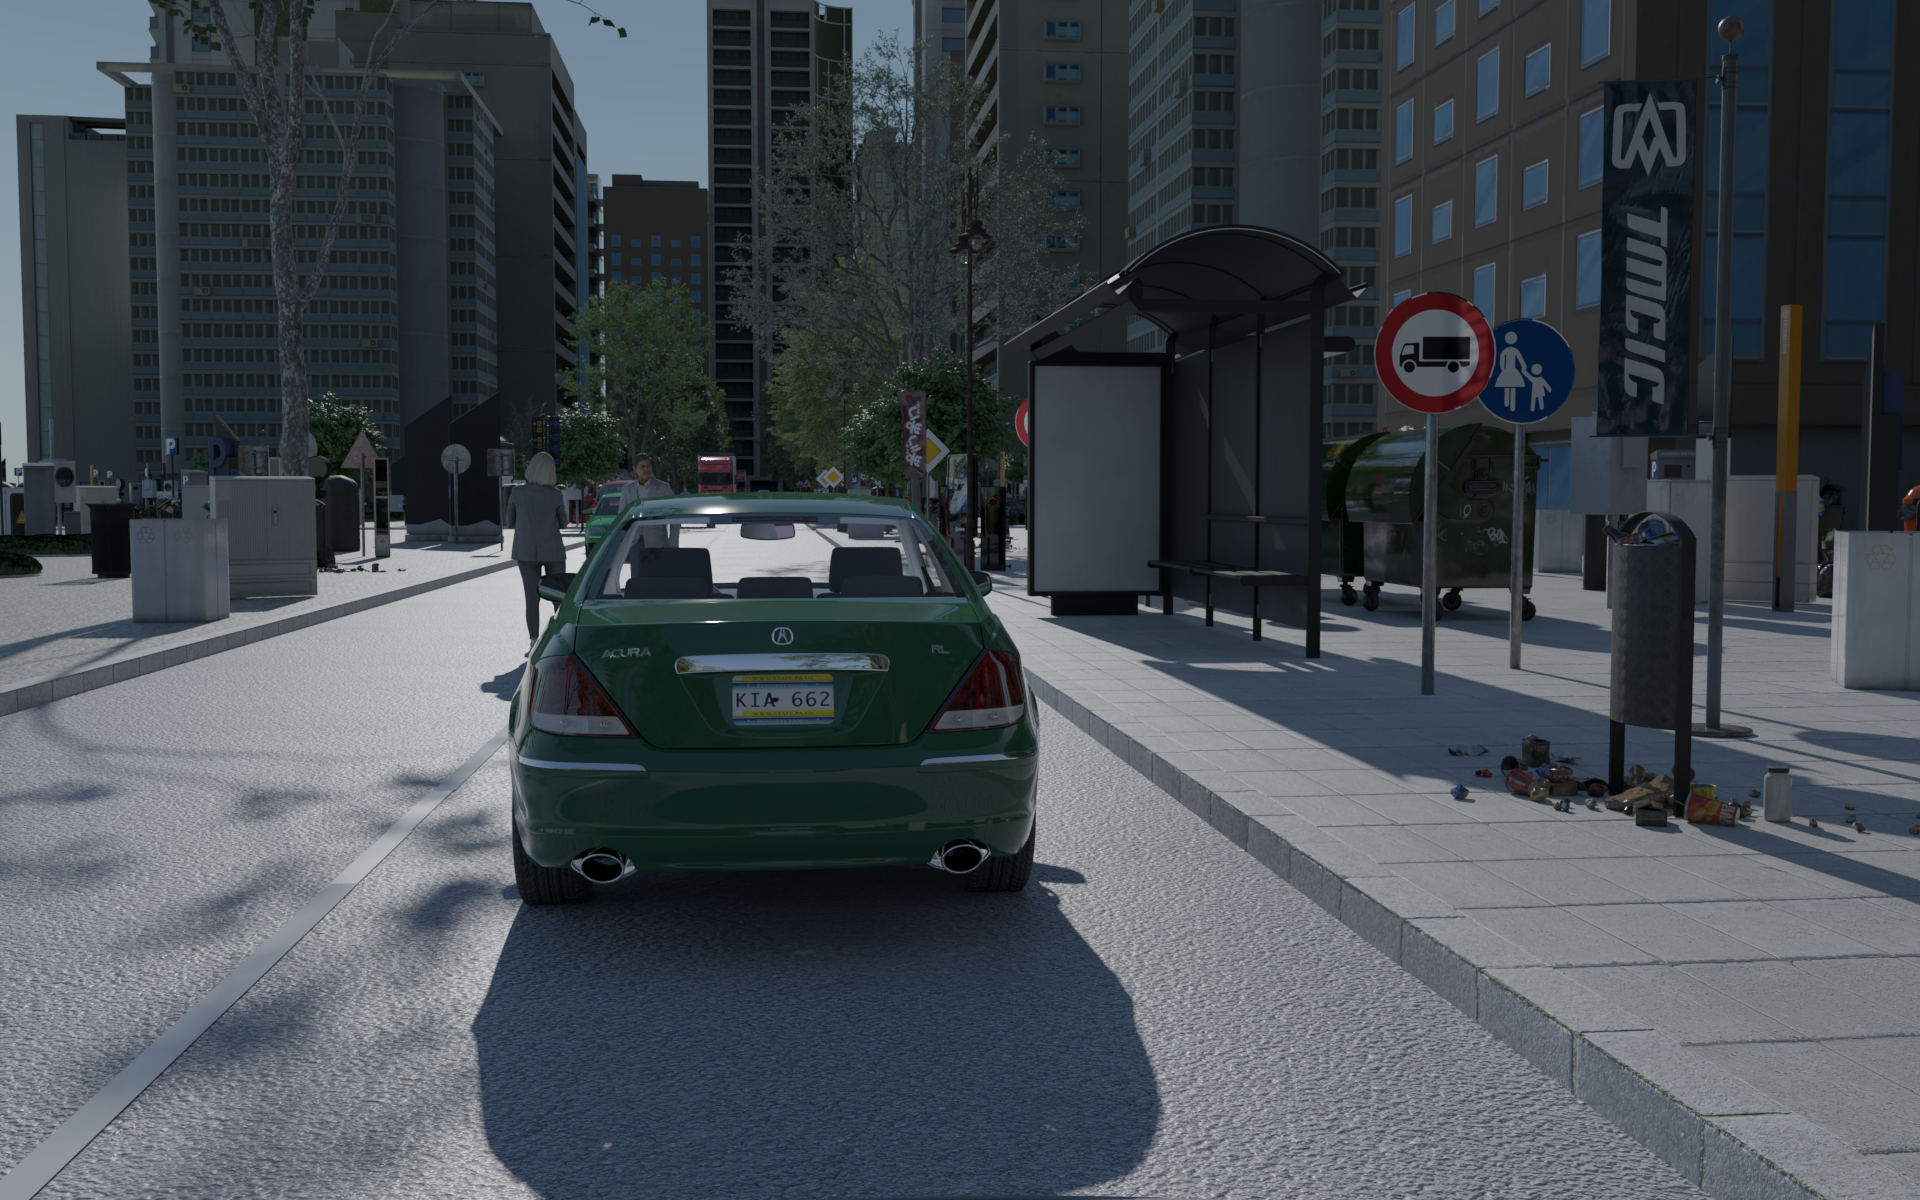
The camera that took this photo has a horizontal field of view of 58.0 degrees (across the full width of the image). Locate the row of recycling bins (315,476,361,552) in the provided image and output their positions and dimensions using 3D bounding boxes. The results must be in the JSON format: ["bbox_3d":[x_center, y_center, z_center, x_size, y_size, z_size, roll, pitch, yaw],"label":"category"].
[{"bbox_3d":[-14.534,-2.004,39.875,1.069,1.692,3.534,-2,4,-30],"label":"row of recycling bins"}]

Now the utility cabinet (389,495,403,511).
[{"bbox_3d":[-33.493,-5.589,102.548,1.020,1.237,0.306,-3,5,-44],"label":"utility cabinet"}]

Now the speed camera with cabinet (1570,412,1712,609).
[{"bbox_3d":[7.906,-1.567,19.950,2.038,3.252,0.660,-2,4,-33],"label":"speed camera with cabinet"}]

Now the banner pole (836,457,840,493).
[{"bbox_3d":[-7.197,-6.863,102.230,0.401,3.779,0.863,1,4,14],"label":"banner pole"}]

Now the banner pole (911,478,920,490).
[{"bbox_3d":[-3.111,-7.902,119.213,0.863,3.779,0.401,-2,4,-28],"label":"banner pole"}]

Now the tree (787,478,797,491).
[{"bbox_3d":[-14.112,-10.407,153.874,4.285,4.588,4.351,0,3,0],"label":"tree"}]

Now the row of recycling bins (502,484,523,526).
[{"bbox_3d":[-18.097,-3.861,70.248,1.069,1.692,3.534,-2,4,-27],"label":"row of recycling bins"}]

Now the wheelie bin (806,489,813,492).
[{"bbox_3d":[-10.230,-6.770,118.599,0.980,1.594,0.693,-1,4,-14],"label":"wheelie bin"}]

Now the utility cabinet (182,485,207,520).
[{"bbox_3d":[-18.837,-2.125,43.417,1.173,1.500,0.318,-1,4,-20],"label":"utility cabinet"}]

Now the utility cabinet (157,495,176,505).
[{"bbox_3d":[-49.817,-5.968,108.740,1.020,1.237,0.306,0,4,3],"label":"utility cabinet"}]

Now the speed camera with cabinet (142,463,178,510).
[{"bbox_3d":[-50.940,-7.091,110.277,2.038,3.252,0.660,0,4,2],"label":"speed camera with cabinet"}]

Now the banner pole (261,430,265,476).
[{"bbox_3d":[-27.353,-4.775,68.095,0.401,3.779,0.863,-1,4,-19],"label":"banner pole"}]

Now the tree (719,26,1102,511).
[{"bbox_3d":[-1.195,-8.266,45.514,12.009,13.543,11.850,0,3,0],"label":"tree"}]

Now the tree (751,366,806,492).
[{"bbox_3d":[-14.670,-15.675,162.935,9.857,13.997,8.962,0,3,0],"label":"tree"}]

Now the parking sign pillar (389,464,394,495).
[{"bbox_3d":[-34.960,-7.329,108.300,1.447,3.967,1.447,-2,4,-34],"label":"parking sign pillar"}]

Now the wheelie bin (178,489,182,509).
[{"bbox_3d":[-52.260,-6.641,116.492,0.980,1.594,0.693,1,4,11],"label":"wheelie bin"}]

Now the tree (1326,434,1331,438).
[{"bbox_3d":[11.861,-3.739,55.733,1.663,3.219,1.824,0,3,0],"label":"tree"}]

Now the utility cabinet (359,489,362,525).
[{"bbox_3d":[-24.894,-3.776,70.411,1.173,1.500,0.318,-2,4,-24],"label":"utility cabinet"}]

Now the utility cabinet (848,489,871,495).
[{"bbox_3d":[-4.776,-4.438,81.234,1.173,1.500,0.318,-2,4,-34],"label":"utility cabinet"}]

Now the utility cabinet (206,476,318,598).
[{"bbox_3d":[-8.566,-0.774,21.326,1.173,1.500,0.318,-3,4,-37],"label":"utility cabinet"}]

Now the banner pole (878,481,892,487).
[{"bbox_3d":[-3.215,-5.007,71.889,0.863,3.779,0.401,1,4,20],"label":"banner pole"}]

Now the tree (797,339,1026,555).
[{"bbox_3d":[-0.426,-3.242,36.725,4.285,4.588,4.351,0,3,0],"label":"tree"}]

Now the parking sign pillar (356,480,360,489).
[{"bbox_3d":[-45.284,-8.567,128.547,1.447,3.967,1.447,0,4,2],"label":"parking sign pillar"}]

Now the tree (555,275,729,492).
[{"bbox_3d":[-15.461,-9.616,82.982,9.928,11.665,9.643,0,3,0],"label":"tree"}]

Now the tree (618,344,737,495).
[{"bbox_3d":[-21.681,-13.106,131.294,9.611,12.733,9.660,0,3,0],"label":"tree"}]

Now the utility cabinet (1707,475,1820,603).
[{"bbox_3d":[9.487,-0.723,20.504,1.173,1.500,0.318,3,5,41],"label":"utility cabinet"}]

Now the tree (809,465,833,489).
[{"bbox_3d":[-7.892,-6.376,98.841,1.663,3.219,1.824,0,3,0],"label":"tree"}]

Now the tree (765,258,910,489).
[{"bbox_3d":[-5.244,-10.082,82.964,7.486,12.596,7.792,0,3,0],"label":"tree"}]

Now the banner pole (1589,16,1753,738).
[{"bbox_3d":[3.815,-1.175,9.234,0.863,3.779,0.401,1,4,12],"label":"banner pole"}]

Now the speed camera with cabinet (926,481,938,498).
[{"bbox_3d":[-0.982,-6.717,104.155,2.038,3.252,0.660,0,4,4],"label":"speed camera with cabinet"}]

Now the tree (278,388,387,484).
[{"bbox_3d":[-19.492,-4.282,53.731,4.285,4.588,4.351,0,3,0],"label":"tree"}]

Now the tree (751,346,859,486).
[{"bbox_3d":[-10.816,-13.005,129.641,9.611,12.733,9.660,0,3,0],"label":"tree"}]

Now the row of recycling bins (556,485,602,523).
[{"bbox_3d":[-16.592,-4.331,77.930,3.534,1.692,1.069,-2,4,-24],"label":"row of recycling bins"}]

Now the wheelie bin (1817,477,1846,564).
[{"bbox_3d":[15.960,-1.473,31.992,0.693,1.594,0.980,1,4,17],"label":"wheelie bin"}]

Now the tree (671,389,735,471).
[{"bbox_3d":[-25.239,-15.139,165.644,7.486,12.596,7.792,0,3,0],"label":"tree"}]

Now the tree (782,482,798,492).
[{"bbox_3d":[-16.849,-13.891,177.472,4.360,8.622,3.978,0,3,0],"label":"tree"}]

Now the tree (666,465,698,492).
[{"bbox_3d":[-24.380,-10.338,152.743,4.285,4.588,4.351,0,3,0],"label":"tree"}]

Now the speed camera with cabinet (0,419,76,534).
[{"bbox_3d":[-24.021,-3.094,44.924,0.660,3.252,2.038,2,4,26],"label":"speed camera with cabinet"}]

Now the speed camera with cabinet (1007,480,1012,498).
[{"bbox_3d":[2.403,-7.217,112.336,2.038,3.252,0.660,-2,4,-34],"label":"speed camera with cabinet"}]

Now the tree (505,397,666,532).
[{"bbox_3d":[-12.965,-4.604,58.982,4.285,4.588,4.351,0,3,0],"label":"tree"}]

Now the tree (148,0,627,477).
[{"bbox_3d":[-9.653,-10.232,23.180,12.611,20.169,13.585,0,3,0],"label":"tree"}]

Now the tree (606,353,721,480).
[{"bbox_3d":[-18.628,-10.611,107.906,8.767,10.594,7.601,1,4,11],"label":"tree"}]

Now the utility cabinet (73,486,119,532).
[{"bbox_3d":[-23.508,-2.355,47.177,0.318,1.500,1.173,2,4,26],"label":"utility cabinet"}]

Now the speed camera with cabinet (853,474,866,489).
[{"bbox_3d":[-5.511,-6.905,107.232,2.038,3.252,0.660,0,4,4],"label":"speed camera with cabinet"}]

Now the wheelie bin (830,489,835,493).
[{"bbox_3d":[-8.527,-6.411,112.720,0.980,1.594,0.693,3,5,40],"label":"wheelie bin"}]

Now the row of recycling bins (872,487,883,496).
[{"bbox_3d":[-6.189,-8.419,144.767,3.534,1.692,1.069,2,4,29],"label":"row of recycling bins"}]

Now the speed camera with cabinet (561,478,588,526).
[{"bbox_3d":[-15.879,-4.586,69.315,0.660,3.252,2.038,3,4,39],"label":"speed camera with cabinet"}]

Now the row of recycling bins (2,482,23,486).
[{"bbox_3d":[-32.606,-3.139,58.428,3.534,1.692,1.069,1,4,14],"label":"row of recycling bins"}]
